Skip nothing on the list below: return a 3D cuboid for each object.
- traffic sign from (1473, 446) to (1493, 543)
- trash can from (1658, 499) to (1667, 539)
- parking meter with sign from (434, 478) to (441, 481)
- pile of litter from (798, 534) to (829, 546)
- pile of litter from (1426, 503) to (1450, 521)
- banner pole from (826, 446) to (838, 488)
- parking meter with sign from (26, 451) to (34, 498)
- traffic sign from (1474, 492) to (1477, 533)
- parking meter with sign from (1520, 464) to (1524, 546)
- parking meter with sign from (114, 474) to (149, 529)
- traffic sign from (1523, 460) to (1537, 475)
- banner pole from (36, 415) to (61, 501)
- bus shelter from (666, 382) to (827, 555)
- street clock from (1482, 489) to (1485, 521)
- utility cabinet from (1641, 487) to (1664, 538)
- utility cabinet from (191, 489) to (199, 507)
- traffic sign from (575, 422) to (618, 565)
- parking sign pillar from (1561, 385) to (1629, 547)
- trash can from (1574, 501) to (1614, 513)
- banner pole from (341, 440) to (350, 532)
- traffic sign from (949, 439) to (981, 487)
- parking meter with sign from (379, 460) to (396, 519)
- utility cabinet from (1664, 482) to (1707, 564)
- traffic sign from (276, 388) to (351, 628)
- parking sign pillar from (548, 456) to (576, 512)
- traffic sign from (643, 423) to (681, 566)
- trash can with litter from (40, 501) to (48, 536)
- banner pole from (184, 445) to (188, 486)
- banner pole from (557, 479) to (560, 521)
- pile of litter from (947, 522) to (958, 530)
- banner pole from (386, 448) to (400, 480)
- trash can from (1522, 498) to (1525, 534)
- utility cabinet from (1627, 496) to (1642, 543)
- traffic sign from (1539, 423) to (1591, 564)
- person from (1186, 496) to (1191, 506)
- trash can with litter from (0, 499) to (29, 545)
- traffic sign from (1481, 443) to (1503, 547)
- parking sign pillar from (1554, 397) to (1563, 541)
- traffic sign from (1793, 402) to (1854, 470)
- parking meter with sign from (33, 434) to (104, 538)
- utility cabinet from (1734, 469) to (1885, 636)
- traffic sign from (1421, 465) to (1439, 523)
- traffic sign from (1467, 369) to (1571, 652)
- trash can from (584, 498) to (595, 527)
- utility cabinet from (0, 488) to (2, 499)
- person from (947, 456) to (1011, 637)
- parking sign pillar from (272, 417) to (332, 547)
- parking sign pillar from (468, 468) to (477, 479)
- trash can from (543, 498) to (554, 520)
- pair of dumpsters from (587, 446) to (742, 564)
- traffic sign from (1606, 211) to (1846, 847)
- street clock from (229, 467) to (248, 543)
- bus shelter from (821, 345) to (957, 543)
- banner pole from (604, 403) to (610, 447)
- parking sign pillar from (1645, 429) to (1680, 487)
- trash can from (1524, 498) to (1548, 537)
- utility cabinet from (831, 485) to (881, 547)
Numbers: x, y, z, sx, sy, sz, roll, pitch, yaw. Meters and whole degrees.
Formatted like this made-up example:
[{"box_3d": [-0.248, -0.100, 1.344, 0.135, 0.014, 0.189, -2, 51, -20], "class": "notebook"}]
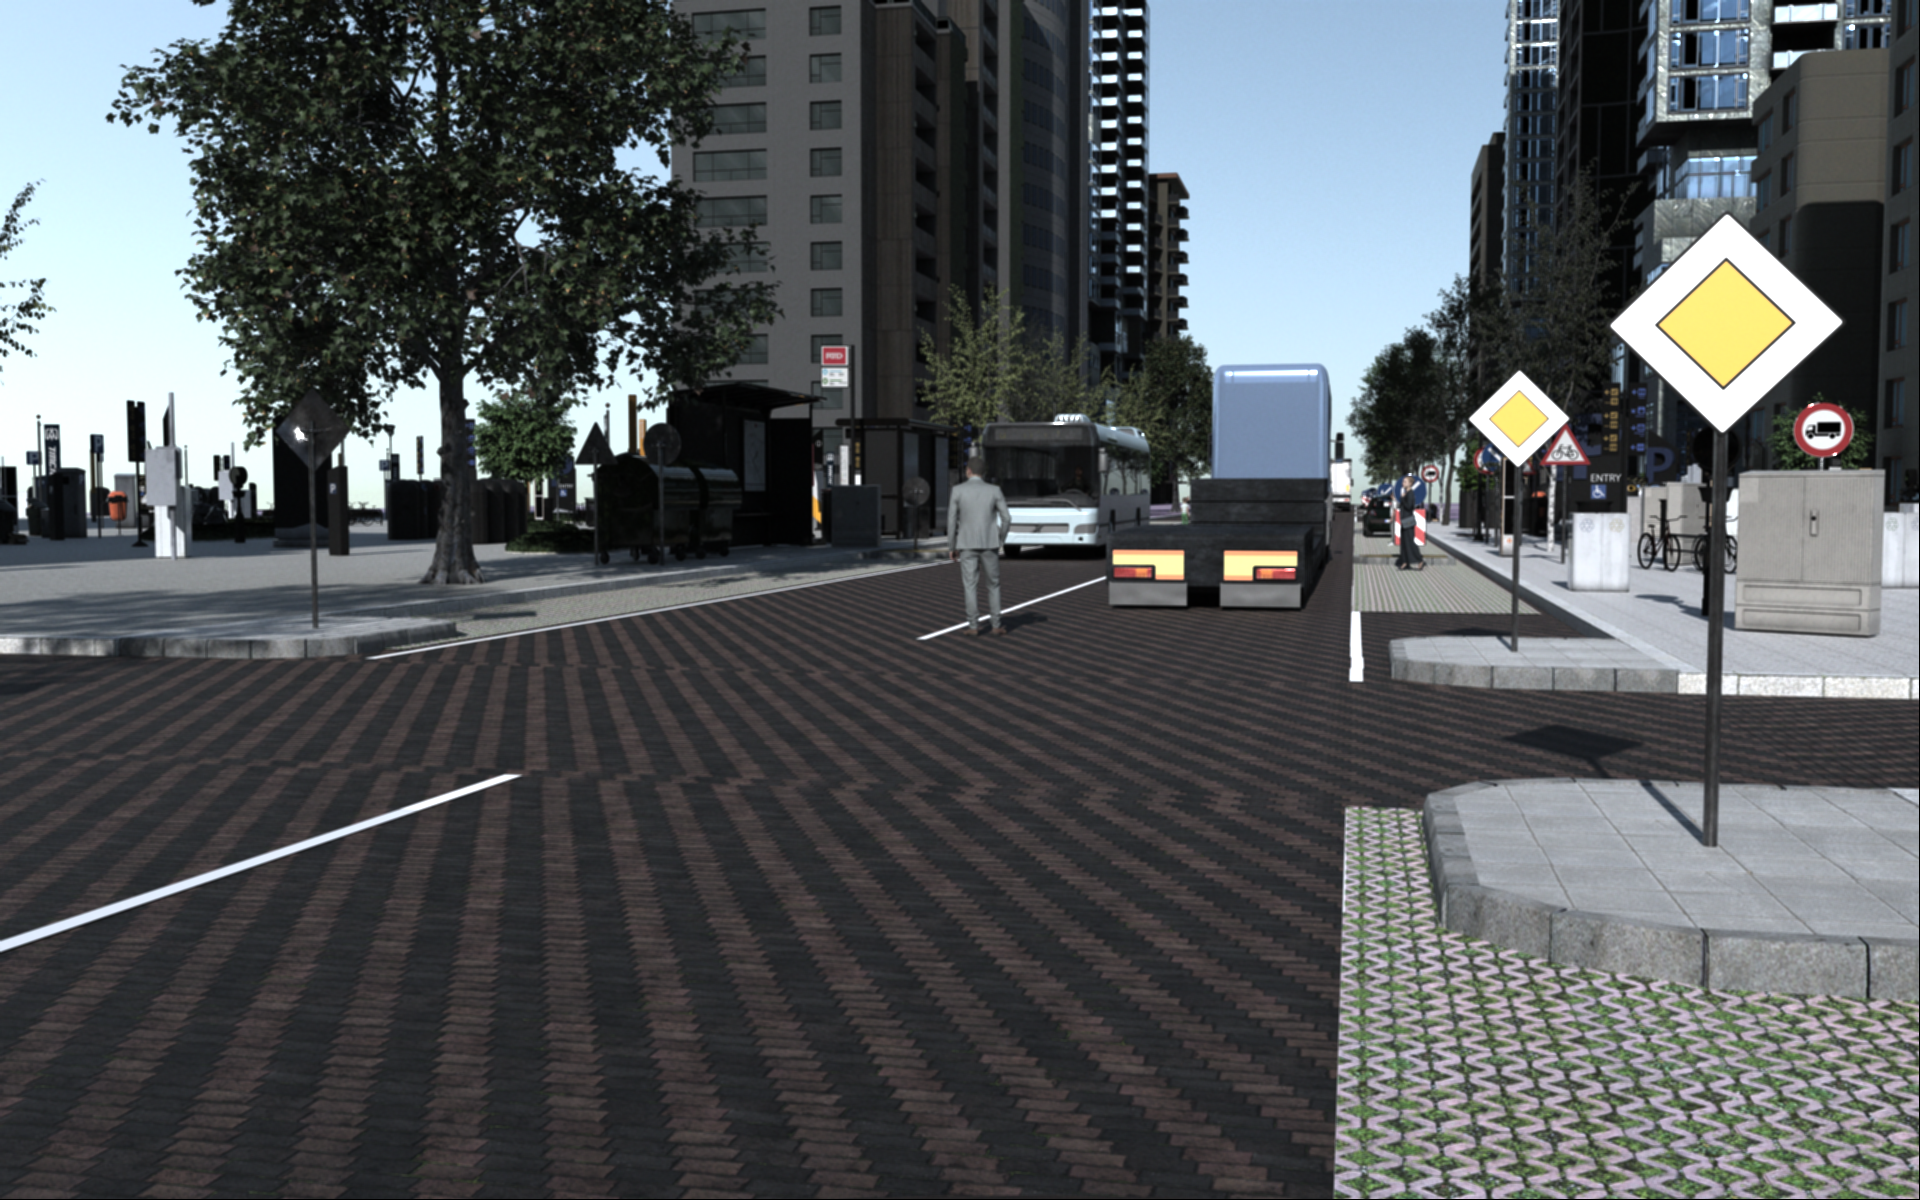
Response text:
[{"box_3d": [13.800, -2.763, 45.280, 0.768, 2.556, 0.104, 1, 4, 19], "class": "traffic sign"}, {"box_3d": [19.368, -2.167, 47.081, 0.748, 1.137, 0.748, 0, 3, 0], "class": "trash can"}, {"box_3d": [-24.730, -5.287, 82.708, 1.738, 3.016, 0.543, 2, 4, 29], "class": "parking meter with sign"}, {"box_3d": [-3.912, -1.830, 43.889, 1.176, 0.858, 1.719, 0, 4, 5], "class": "pile of litter"}, {"box_3d": [22.692, -4.176, 82.237, 1.719, 0.858, 1.176, -2, 4, -31], "class": "pile of litter"}, {"box_3d": [-6.594, -6.107, 89.862, 0.863, 3.779, 0.401, 2, 4, 29], "class": "banner pole"}, {"box_3d": [-37.178, -4.505, 69.915, 0.543, 3.016, 1.738, -3, 4, -38], "class": "parking meter with sign"}, {"box_3d": [17.022, -3.494, 57.123, 0.884, 2.594, 0.081, 1, 4, 18], "class": "traffic sign"}, {"box_3d": [13.779, -2.867, 43.144, 0.543, 3.016, 1.738, 1, 4, 19], "class": "parking meter with sign"}, {"box_3d": [-31.126, -4.181, 64.615, 1.738, 3.016, 0.543, -1, 4, -15], "class": "parking meter with sign"}, {"box_3d": [15.293, -2.896, 47.358, 0.884, 2.594, 0.081, 1, 4, 13], "class": "traffic sign"}, {"box_3d": [-28.806, -3.956, 54.700, 0.863, 3.779, 0.401, 0, 4, -5], "class": "banner pole"}, {"box_3d": [-4.773, -2.958, 39.644, 1.731, 3.624, 6.357, 1, 4, 13], "class": "bus shelter"}, {"box_3d": [25.019, -4.799, 83.027, 0.471, 2.002, 0.358, -1, 4, -10], "class": "street clock"}, {"box_3d": [20.474, -2.552, 50.397, 1.173, 1.500, 0.318, 0, 4, 5], "class": "utility cabinet"}, {"box_3d": [-36.776, -4.516, 82.522, 1.173, 1.500, 0.318, 2, 4, 28], "class": "utility cabinet"}, {"box_3d": [-6.578, -1.914, 31.293, 0.884, 2.594, 0.081, 1, 4, 19], "class": "traffic sign"}, {"box_3d": [15.415, -3.260, 41.771, 1.447, 3.967, 1.447, 1, 4, 22], "class": "parking sign pillar"}, {"box_3d": [12.622, -1.398, 34.507, 0.748, 1.137, 0.748, 0, 3, 0], "class": "trash can"}, {"box_3d": [-21.024, -4.224, 59.074, 0.401, 3.779, 0.863, -1, 4, -12], "class": "banner pole"}, {"box_3d": [0.576, -4.292, 64.039, 2.265, 3.308, 0.079, 1, 4, 17], "class": "traffic sign"}, {"box_3d": [-29.238, -5.693, 89.349, 0.543, 3.016, 1.738, 1, 4, 10], "class": "parking meter with sign"}, {"box_3d": [13.241, -1.399, 31.551, 0.318, 1.500, 1.173, 3, 5, 42], "class": "utility cabinet"}, {"box_3d": [-6.156, -0.786, 16.487, 0.795, 2.450, 0.064, 1, 4, 13], "class": "traffic sign"}, {"box_3d": [-19.485, -5.889, 84.764, 1.447, 3.967, 1.447, -2, 4, -27], "class": "parking sign pillar"}, {"box_3d": [-5.348, -1.890, 31.001, 0.768, 2.556, 0.104, 1, 4, 21], "class": "traffic sign"}, {"box_3d": [-28.095, -2.552, 53.115, 1.055, 1.170, 0.624, 1, 4, 20], "class": "trash can with litter"}, {"box_3d": [-39.815, -6.061, 89.117, 0.401, 3.779, 0.863, -2, 4, -30], "class": "banner pole"}, {"box_3d": [-17.586, -5.246, 75.796, 0.401, 3.779, 0.863, 0, 4, -5], "class": "banner pole"}, {"box_3d": [-0.748, -2.949, 62.184, 1.719, 0.858, 1.176, -1, 4, -9], "class": "pile of litter"}, {"box_3d": [-31.090, -6.414, 94.893, 0.863, 3.779, 0.401, 0, 4, -3], "class": "banner pole"}, {"box_3d": [18.222, -2.707, 55.907, 0.748, 1.137, 0.748, 0, 3, 0], "class": "trash can"}, {"box_3d": [17.440, -2.116, 45.766, 1.020, 1.237, 0.306, 1, 4, 12], "class": "utility cabinet"}, {"box_3d": [11.075, -1.941, 31.738, 0.884, 2.594, 0.081, 1, 4, 21], "class": "traffic sign"}, {"box_3d": [5.615, -1.995, 41.298, 0.466, 1.800, 0.511, 0, 4, 0], "class": "person"}, {"box_3d": [-24.227, -2.008, 44.221, 1.055, 1.170, 0.624, 1, 4, 22], "class": "trash can with litter"}, {"box_3d": [12.902, -2.538, 41.600, 0.768, 2.556, 0.104, 1, 4, 20], "class": "traffic sign"}, {"box_3d": [17.076, -3.633, 47.874, 1.447, 3.967, 1.447, 2, 4, 30], "class": "parking sign pillar"}, {"box_3d": [11.935, -1.463, 24.019, 0.768, 2.556, 0.104, 1, 4, 13], "class": "traffic sign"}, {"box_3d": [-26.039, -3.332, 50.733, 1.738, 3.016, 0.543, 0, 4, 4], "class": "parking meter with sign"}, {"box_3d": [7.767, -0.440, 15.869, 0.318, 1.500, 1.173, -3, 5, -44], "class": "utility cabinet"}, {"box_3d": [20.661, -4.651, 76.148, 0.768, 2.556, 0.104, 1, 4, 15], "class": "traffic sign"}, {"box_3d": [4.510, -0.636, 14.039, 0.795, 2.450, 0.064, 1, 4, 13], "class": "traffic sign"}, {"box_3d": [-14.205, -3.395, 67.158, 0.748, 1.137, 0.748, 0, 3, 0], "class": "trash can"}, {"box_3d": [-34.887, -3.307, 62.750, 0.318, 1.500, 1.173, 3, 5, 43], "class": "utility cabinet"}, {"box_3d": [0.192, -0.544, 17.488, 0.635, 1.810, 0.391, -1, 4, -10], "class": "person"}, {"box_3d": [-16.005, -3.285, 42.179, 1.447, 3.967, 1.447, -1, 4, -10], "class": "parking sign pillar"}, {"box_3d": [-25.074, -6.052, 87.419, 1.447, 3.967, 1.447, 0, 4, -7], "class": "parking sign pillar"}, {"box_3d": [-15.571, -3.259, 64.934, 0.748, 1.137, 0.748, 0, 3, 0], "class": "trash can"}, {"box_3d": [-5.677, -1.901, 33.577, 1.574, 2.255, 4.437, 1, 4, 13], "class": "pair of dumpsters"}, {"box_3d": [2.733, -0.160, 6.254, 0.795, 2.450, 0.064, 1, 4, 13], "class": "traffic sign"}, {"box_3d": [-19.014, -2.514, 45.682, 0.471, 2.002, 0.358, 2, 4, 33], "class": "street clock"}, {"box_3d": [-2.109, -4.377, 49.200, 2.179, 5.291, 8.768, 1, 4, 13], "class": "bus shelter"}, {"box_3d": [-9.749, -3.537, 47.847, 0.401, 3.779, 0.863, -1, 4, -21], "class": "banner pole"}, {"box_3d": [29.027, -5.084, 71.596, 1.447, 3.967, 1.447, 3, 5, 42], "class": "parking sign pillar"}, {"box_3d": [17.543, -2.482, 52.233, 0.748, 1.137, 0.748, 0, 3, 0], "class": "trash can"}, {"box_3d": [-2.502, -2.021, 41.729, 1.173, 1.500, 0.318, 1, 4, 15], "class": "utility cabinet"}]
